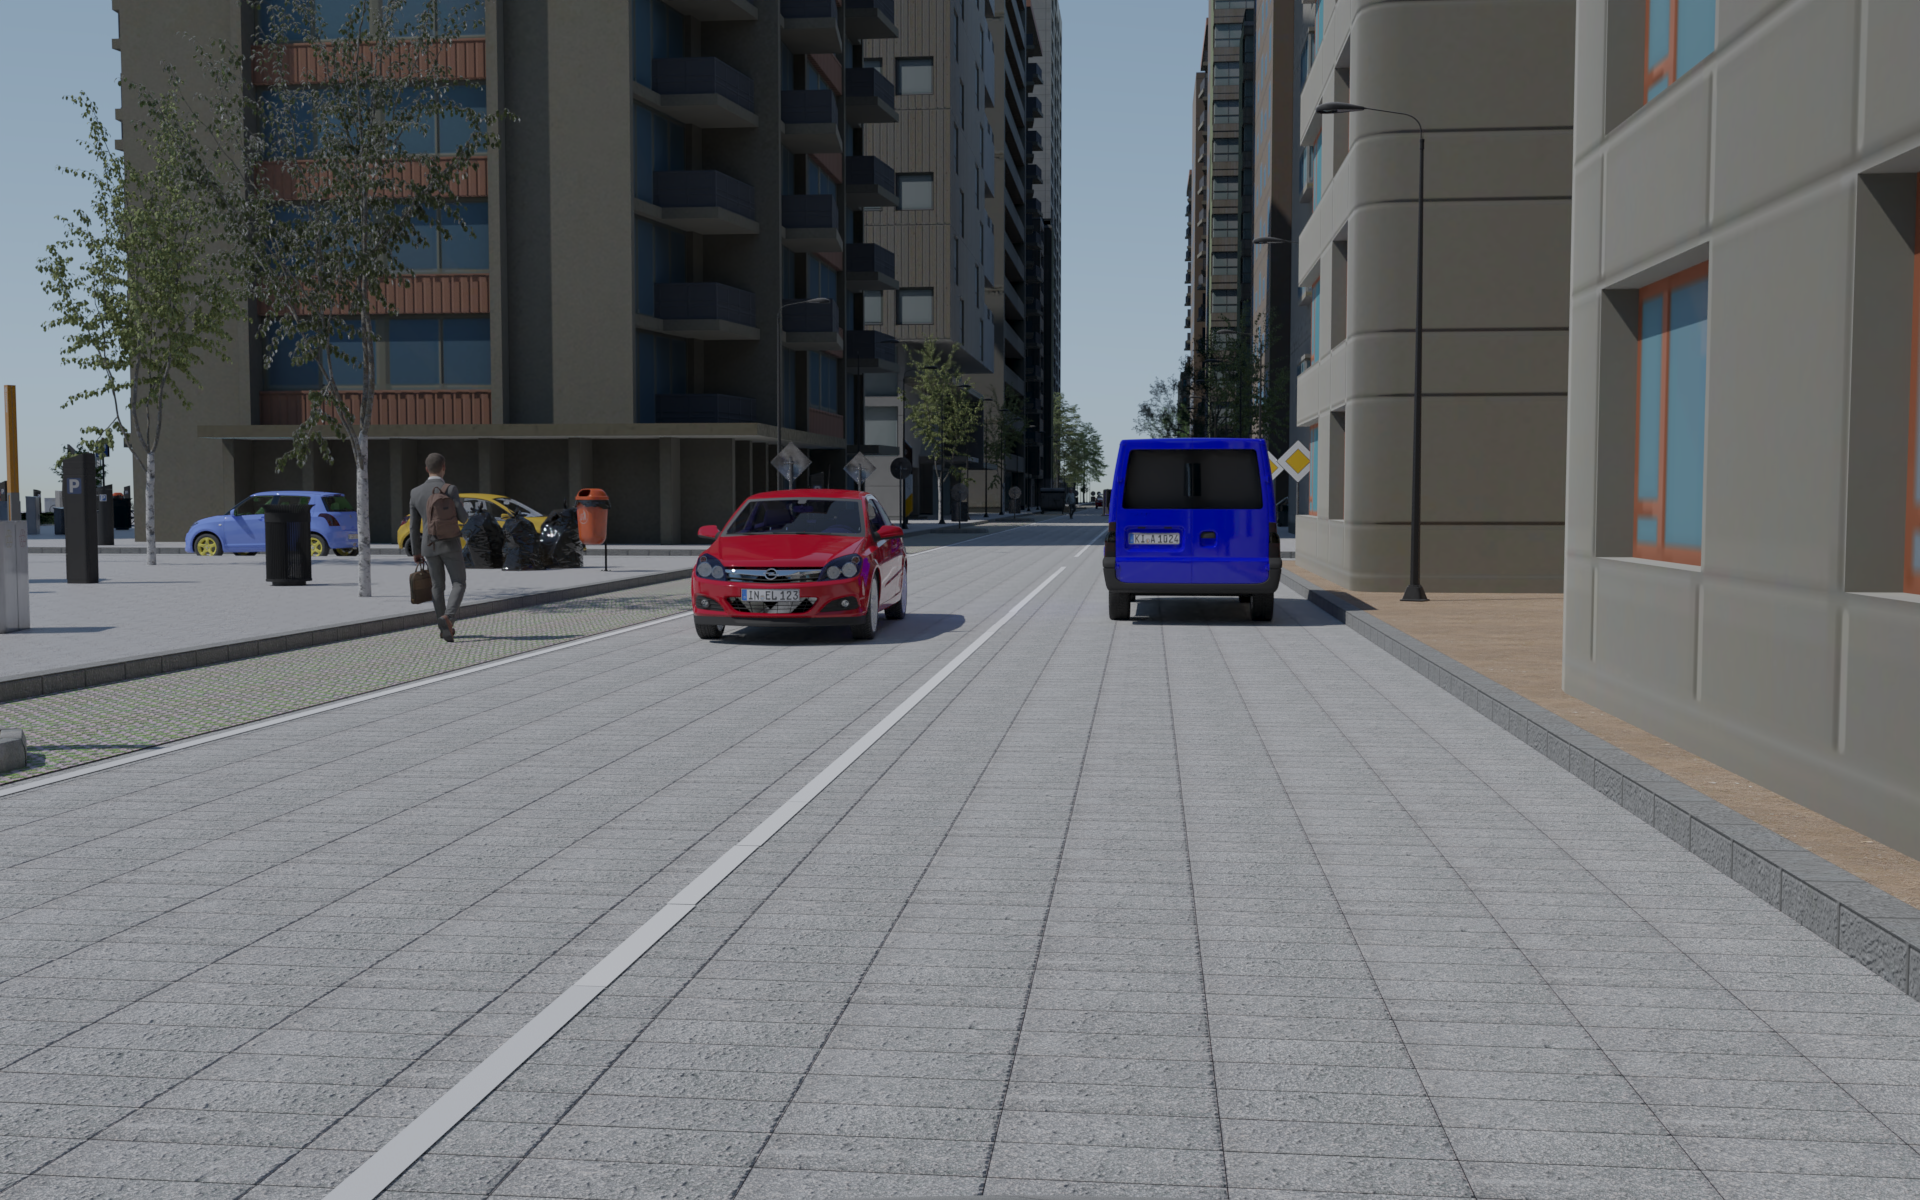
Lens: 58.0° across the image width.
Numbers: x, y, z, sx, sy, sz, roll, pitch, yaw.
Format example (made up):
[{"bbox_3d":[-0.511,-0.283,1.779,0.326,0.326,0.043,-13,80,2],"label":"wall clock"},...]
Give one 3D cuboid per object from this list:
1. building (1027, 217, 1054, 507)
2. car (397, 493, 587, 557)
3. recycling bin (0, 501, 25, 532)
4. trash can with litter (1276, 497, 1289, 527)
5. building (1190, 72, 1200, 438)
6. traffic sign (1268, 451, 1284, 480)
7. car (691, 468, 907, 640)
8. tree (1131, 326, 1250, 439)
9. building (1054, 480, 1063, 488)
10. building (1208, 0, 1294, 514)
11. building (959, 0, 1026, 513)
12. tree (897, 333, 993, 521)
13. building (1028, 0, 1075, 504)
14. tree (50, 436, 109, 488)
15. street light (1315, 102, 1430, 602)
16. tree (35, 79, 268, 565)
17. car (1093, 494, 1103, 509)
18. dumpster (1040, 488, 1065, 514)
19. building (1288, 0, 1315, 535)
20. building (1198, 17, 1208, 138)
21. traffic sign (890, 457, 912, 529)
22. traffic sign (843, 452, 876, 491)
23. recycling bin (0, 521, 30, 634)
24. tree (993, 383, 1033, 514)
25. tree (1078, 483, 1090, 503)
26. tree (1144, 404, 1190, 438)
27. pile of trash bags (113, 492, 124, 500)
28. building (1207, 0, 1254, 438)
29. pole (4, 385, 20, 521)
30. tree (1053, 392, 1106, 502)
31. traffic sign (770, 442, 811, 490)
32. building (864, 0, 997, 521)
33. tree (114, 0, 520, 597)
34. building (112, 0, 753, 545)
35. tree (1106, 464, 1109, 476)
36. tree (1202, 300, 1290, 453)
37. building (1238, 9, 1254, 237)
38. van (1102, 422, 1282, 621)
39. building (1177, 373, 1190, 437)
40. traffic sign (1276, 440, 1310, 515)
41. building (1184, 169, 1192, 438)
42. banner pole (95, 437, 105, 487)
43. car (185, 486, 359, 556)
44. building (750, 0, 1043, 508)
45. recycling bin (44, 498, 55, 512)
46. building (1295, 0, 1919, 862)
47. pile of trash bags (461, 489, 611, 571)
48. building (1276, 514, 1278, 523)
[{"bbox_3d":[2.100,-24.660,174.898,14.160,30.474,14.107,0,4,6],"label":"building"},{"bbox_3d":[-10.109,-1.674,37.593,3.980,1.641,2.015,0,4,6],"label":"car"},{"bbox_3d":[-34.565,-3.072,62.777,0.722,1.027,0.722,0,4,0],"label":"recycling bin"},{"bbox_3d":[12.395,-3.437,67.584,1.055,1.170,0.624,0,4,2],"label":"trash can with litter"},{"bbox_3d":[31.186,-32.434,180.399,14.600,45.320,14.200,0,4,6],"label":"building"},{"bbox_3d":[7.110,-2.226,40.034,0.795,2.450,0.064,0,4,6],"label":"traffic sign"},{"bbox_3d":[-1.619,-0.575,18.440,2.155,1.783,4.494,0,4,4],"label":"car"},{"bbox_3d":[13.742,-9.946,97.021,8.767,10.594,7.601,0,4,7],"label":"tree"},{"bbox_3d":[-3.671,-31.898,213.415,32.217,40.220,23.993,0,4,6],"label":"building"},{"bbox_3d":[26.773,-29.810,137.507,14.600,45.320,14.200,0,4,6],"label":"building"},{"bbox_3d":[-6.523,-30.814,127.504,21.300,48.544,21.600,0,4,6],"label":"building"},{"bbox_3d":[-0.871,-7.836,78.488,4.737,8.622,4.395,0,3,0],"label":"tree"},{"bbox_3d":[6.659,-49.924,254.510,20.563,71.187,20.611,0,4,6],"label":"building"},{"bbox_3d":[-29.345,-3.883,58.095,1.663,3.219,1.824,0,3,0],"label":"tree"},{"bbox_3d":[4.914,-2.942,20.651,1.470,5.913,1.316,0,4,6],"label":"street light"},{"bbox_3d":[-14.691,-4.949,31.271,4.737,8.622,4.395,0,3,0],"label":"tree"},{"bbox_3d":[14.019,-9.716,167.892,2.155,1.783,4.494,0,4,5],"label":"car"},{"bbox_3d":[6.609,-7.043,123.367,1.865,1.857,1.264,0,4,5],"label":"dumpster"},{"bbox_3d":[20.883,-26.112,50.638,21.600,48.544,21.300,0,4,6],"label":"building"},{"bbox_3d":[33.027,-30.816,158.469,22.147,44.769,28.867,0,4,6],"label":"building"},{"bbox_3d":[-2.055,-3.657,59.905,0.768,2.556,0.104,1,4,12],"label":"traffic sign"},{"bbox_3d":[-2.377,-2.289,41.075,0.795,2.450,0.064,0,4,6],"label":"traffic sign"},{"bbox_3d":[-9.164,-0.218,16.113,0.722,1.027,0.722,-1,4,-10],"label":"recycling bin"},{"bbox_3d":[2.606,-9.932,112.756,4.737,8.622,4.395,0,3,0],"label":"tree"},{"bbox_3d":[18.913,-16.391,262.596,1.663,3.219,1.824,0,3,0],"label":"tree"},{"bbox_3d":[24.907,-16.593,197.050,9.928,11.665,9.643,0,3,0],"label":"tree"},{"bbox_3d":[-43.421,-5.055,92.408,3.447,1.369,1.912,-3,5,-44],"label":"pile of trash bags"},{"bbox_3d":[24.688,-26.859,122.737,14.154,41.232,14.086,0,4,6],"label":"building"},{"bbox_3d":[-17.744,-2.361,32.442,0.158,3.312,0.155,0,3,0],"label":"pole"},{"bbox_3d":[10.525,-16.798,192.766,7.486,12.596,7.792,0,3,0],"label":"tree"},{"bbox_3d":[-3.234,-1.804,33.136,0.795,2.450,0.064,0,4,6],"label":"traffic sign"},{"bbox_3d":[-12.380,-30.978,95.726,28.713,52.752,27.495,0,4,6],"label":"building"},{"bbox_3d":[-7.664,-4.340,21.317,4.360,8.622,3.978,0,3,0],"label":"tree"},{"bbox_3d":[-13.996,-24.562,56.207,22.147,44.769,28.867,0,4,6],"label":"building"},{"bbox_3d":[19.700,-21.647,272.049,7.486,12.596,7.792,0,3,0],"label":"tree"},{"bbox_3d":[11.155,-7.114,66.682,4.737,8.622,4.395,0,3,0],"label":"tree"},{"bbox_3d":[24.055,-20.481,106.572,14.160,30.474,14.107,0,4,6],"label":"building"},{"bbox_3d":[2.815,-1.032,21.256,2.240,2.365,5.245,0,4,7],"label":"van"},{"bbox_3d":[46.426,-25.227,257.502,27.650,21.520,28.899,0,4,6],"label":"building"},{"bbox_3d":[6.253,-1.740,32.094,0.795,2.450,0.064,0,4,6],"label":"traffic sign"},{"bbox_3d":[40.822,-35.093,228.399,22.147,44.769,28.867,0,4,6],"label":"building"},{"bbox_3d":[-37.934,-5.289,76.488,0.863,3.779,0.401,2,4,33],"label":"banner pole"},{"bbox_3d":[-14.909,-1.717,37.666,3.694,1.707,1.945,0,4,7],"label":"car"},{"bbox_3d":[-4.145,-30.516,153.562,22.147,44.769,28.867,0,4,6],"label":"building"},{"bbox_3d":[-61.186,-6.358,116.510,0.722,1.027,0.722,-2,4,-26],"label":"recycling bin"},{"bbox_3d":[18.291,-10.396,15.009,27.650,21.520,28.899,0,4,6],"label":"building"},{"bbox_3d":[-7.103,-1.211,29.558,3.447,1.369,1.912,3,5,41],"label":"pile of trash bags"},{"bbox_3d":[21.001,-26.306,80.218,14.600,45.320,14.200,0,4,6],"label":"building"}]
